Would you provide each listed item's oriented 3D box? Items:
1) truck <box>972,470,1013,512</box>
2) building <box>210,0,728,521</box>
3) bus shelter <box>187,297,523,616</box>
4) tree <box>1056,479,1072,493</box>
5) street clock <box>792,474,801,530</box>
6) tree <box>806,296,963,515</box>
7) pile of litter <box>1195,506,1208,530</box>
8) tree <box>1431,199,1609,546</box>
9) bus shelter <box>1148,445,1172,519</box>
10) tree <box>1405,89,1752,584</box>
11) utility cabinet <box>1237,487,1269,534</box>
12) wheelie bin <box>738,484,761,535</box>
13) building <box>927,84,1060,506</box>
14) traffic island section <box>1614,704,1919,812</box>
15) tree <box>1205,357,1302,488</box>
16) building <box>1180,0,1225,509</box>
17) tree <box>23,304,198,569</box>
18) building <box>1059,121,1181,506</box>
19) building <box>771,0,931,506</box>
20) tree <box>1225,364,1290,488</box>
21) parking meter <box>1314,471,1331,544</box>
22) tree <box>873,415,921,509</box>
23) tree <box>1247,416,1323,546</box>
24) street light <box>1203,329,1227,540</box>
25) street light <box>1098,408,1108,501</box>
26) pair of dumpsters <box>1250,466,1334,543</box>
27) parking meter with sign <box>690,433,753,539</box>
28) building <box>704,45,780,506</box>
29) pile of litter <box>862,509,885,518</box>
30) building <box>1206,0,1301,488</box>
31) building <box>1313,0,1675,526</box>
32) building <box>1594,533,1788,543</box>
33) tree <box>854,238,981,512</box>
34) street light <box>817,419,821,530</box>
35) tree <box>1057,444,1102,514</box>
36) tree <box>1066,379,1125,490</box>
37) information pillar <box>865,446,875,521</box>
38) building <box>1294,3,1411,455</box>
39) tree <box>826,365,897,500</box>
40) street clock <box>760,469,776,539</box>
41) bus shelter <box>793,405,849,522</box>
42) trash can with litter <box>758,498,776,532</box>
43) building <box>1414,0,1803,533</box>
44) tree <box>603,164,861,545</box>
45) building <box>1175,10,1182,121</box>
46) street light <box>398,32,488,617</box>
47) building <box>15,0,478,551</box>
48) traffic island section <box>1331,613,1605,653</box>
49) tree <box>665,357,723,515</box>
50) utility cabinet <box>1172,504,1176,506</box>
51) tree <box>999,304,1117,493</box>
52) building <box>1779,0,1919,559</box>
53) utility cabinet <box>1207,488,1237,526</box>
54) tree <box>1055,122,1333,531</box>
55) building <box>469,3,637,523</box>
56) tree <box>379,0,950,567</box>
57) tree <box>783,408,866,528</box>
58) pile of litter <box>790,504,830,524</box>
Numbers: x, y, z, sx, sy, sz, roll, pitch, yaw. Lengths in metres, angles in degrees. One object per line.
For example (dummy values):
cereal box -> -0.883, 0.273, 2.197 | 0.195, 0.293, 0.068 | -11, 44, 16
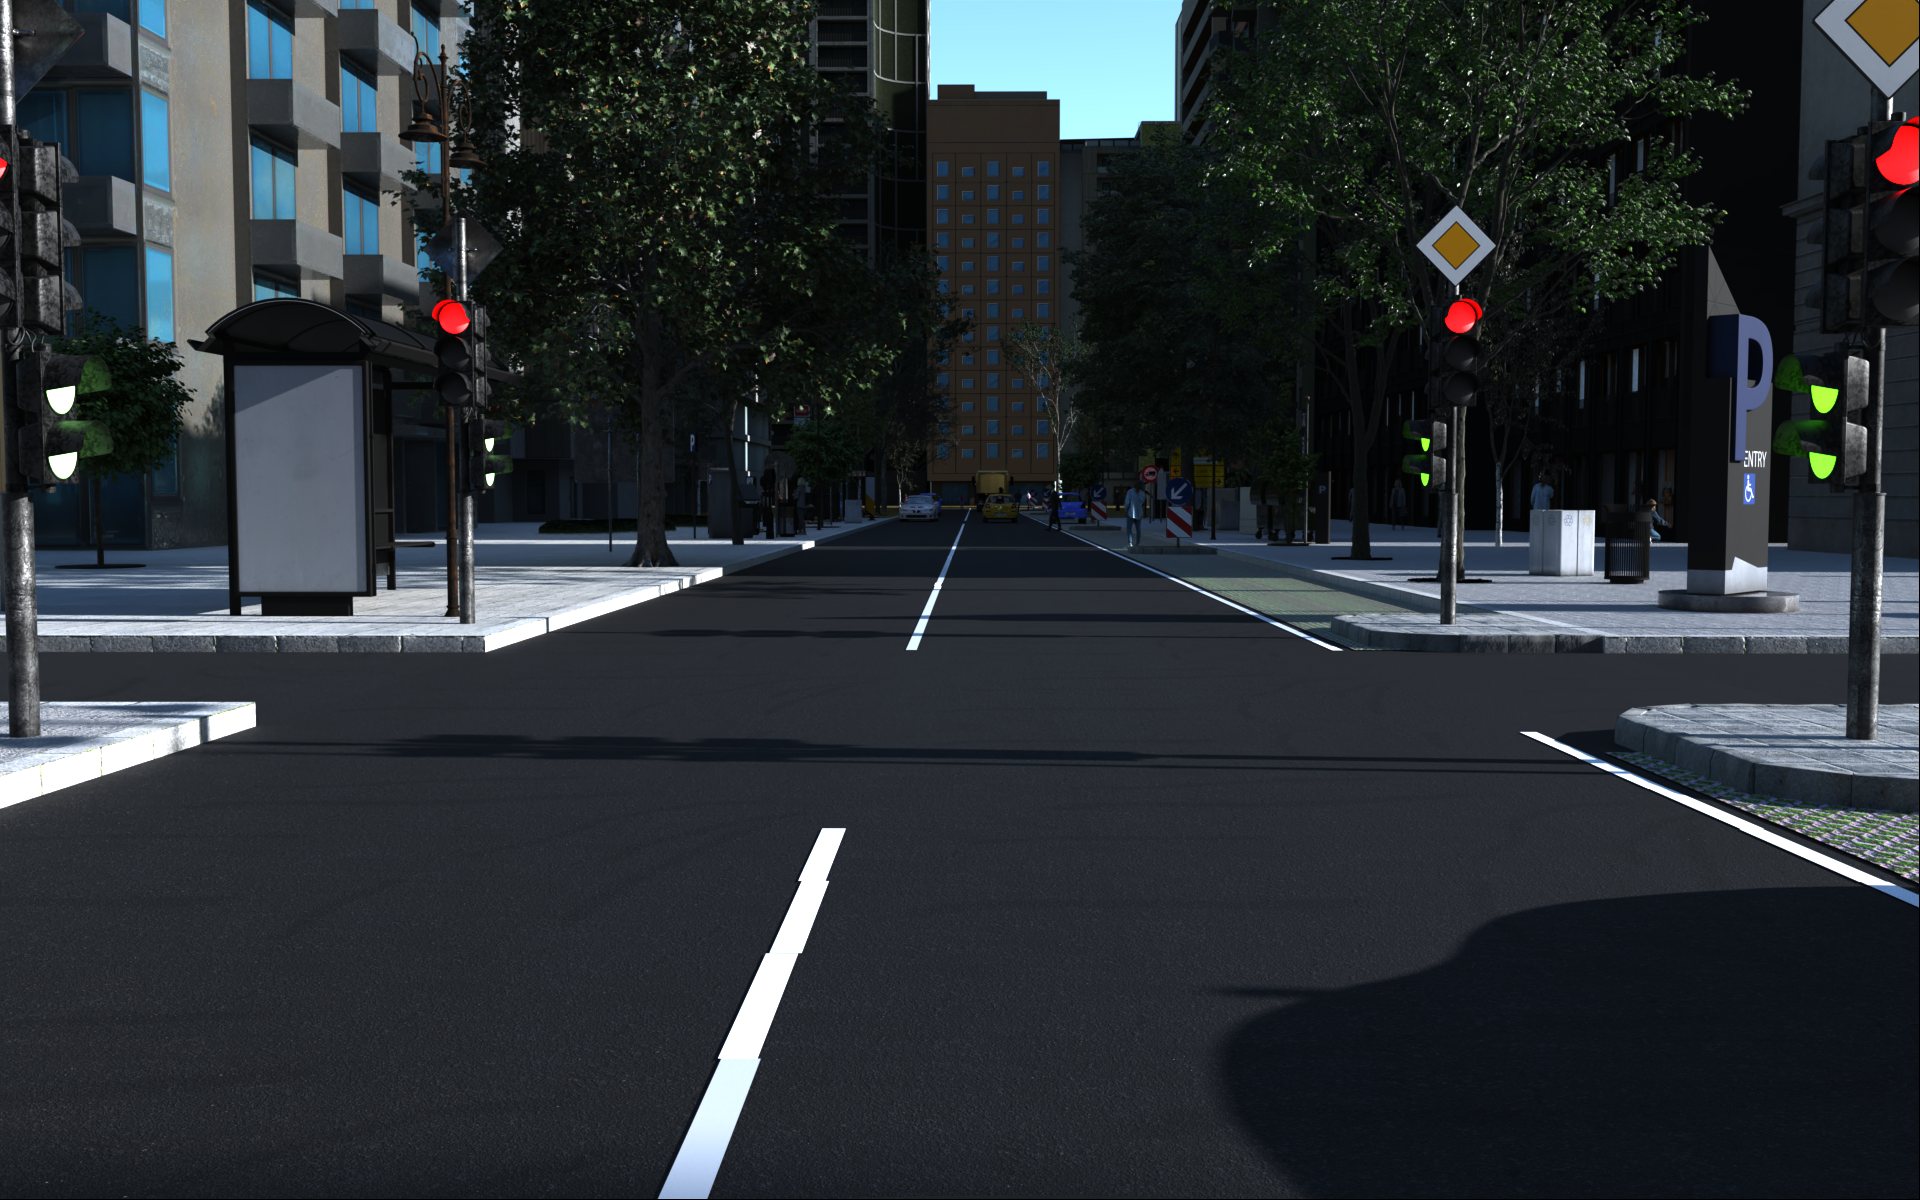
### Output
truck -> 2.638, -8.843, 140.507 | 3.469, 3.379, 9.791 | 0, 4, 1
building -> -27.514, -29.807, 106.955 | 23.786, 49.044, 30.456 | 0, 4, 1
bus shelter -> -6.919, -1.634, 20.639 | 2.014, 3.302, 5.546 | 0, 4, 1
tree -> 9.192, -9.596, 151.501 | 1.663, 3.219, 1.824 | 0, 3, 0
street clock -> -5.779, -3.465, 61.217 | 0.358, 2.002, 0.471 | 1, 4, 11
tree -> -4.865, -11.834, 103.857 | 12.009, 13.543, 11.850 | 0, 3, 0
pile of litter -> 8.277, -2.930, 61.865 | 1.176, 0.858, 1.719 | 1, 4, 10
tree -> 13.216, -5.603, 41.972 | 4.360, 8.622, 3.978 | 0, 3, 0
bus shelter -> 10.534, -5.820, 86.439 | 1.731, 3.624, 6.357 | 0, 4, 0
tree -> 7.079, -6.055, 24.747 | 9.928, 11.665, 9.643 | 0, 3, 0
utility cabinet -> 9.322, -2.811, 54.645 | 0.318, 1.500, 1.173 | -2, 4, -29
wheelie bin -> -6.714, -2.826, 54.112 | 0.980, 1.594, 0.693 | -3, 5, -40
building -> 3.622, -33.198, 192.900 | 14.200, 45.320, 14.600 | 0, 4, 1
traffic island section -> 4.760, 0.806, 9.102 | 2.009, 0.180, 2.903 | 0, 4, 1
tree -> 13.344, -7.772, 77.438 | 4.737, 8.622, 4.395 | 0, 3, 0
building -> 30.374, -31.912, 145.456 | 21.300, 48.544, 21.600 | 0, 4, 1
tree -> -15.015, -2.847, 30.266 | 4.285, 4.588, 4.351 | 0, 3, 0
building -> 17.767, -31.168, 193.188 | 14.086, 41.232, 14.154 | 0, 4, 1
building -> -13.810, -46.299, 195.244 | 20.611, 71.187, 20.563 | 0, 4, 1
tree -> 15.285, -8.555, 90.230 | 4.360, 8.622, 3.978 | 0, 3, 0
parking meter -> 9.341, -2.383, 44.666 | 0.399, 1.863, 0.255 | 1, 4, 20
tree -> -4.862, -11.478, 138.021 | 4.360, 8.622, 3.978 | 0, 3, 0
tree -> 8.229, -2.951, 42.846 | 1.663, 3.219, 1.824 | 0, 3, 0
street light -> 7.121, -4.632, 48.523 | 0.468, 5.910, 1.993 | 0, 4, 1
street light -> 7.576, -7.276, 91.746 | 0.468, 5.910, 1.993 | 0, 4, 1
pair of dumpsters -> 9.022, -2.733, 47.182 | 1.574, 2.255, 4.437 | 0, 4, 0
parking meter with sign -> -6.886, -3.294, 50.125 | 1.738, 3.016, 0.543 | -2, 4, -25
building -> -29.189, -33.831, 142.371 | 27.495, 52.752, 28.713 | 0, 4, 1
pile of litter -> -4.791, -4.790, 92.281 | 1.719, 0.858, 1.176 | 0, 4, 3
building -> 28.898, -28.484, 120.344 | 22.147, 44.769, 28.867 | 0, 4, 1
building -> 24.972, -15.563, 84.141 | 12.332, 23.373, 15.834 | 0, 4, 1
building -> 25.009, -13.621, 52.386 | 12.332, 23.373, 15.834 | 0, 4, 1
tree -> -4.494, -16.522, 126.028 | 12.611, 20.169, 13.585 | 0, 3, 0
street light -> -5.017, -5.423, 61.454 | 0.468, 5.910, 1.993 | 0, 4, 1
tree -> 7.785, -7.833, 111.783 | 4.285, 4.588, 4.351 | 0, 3, 0
tree -> 8.335, -9.370, 103.567 | 4.737, 8.622, 4.395 | 0, 3, 0
information pillar -> -4.353, -5.665, 83.983 | 0.504, 3.616, 0.183 | -2, 4, -34
building -> 26.339, -20.040, 99.356 | 14.160, 30.474, 14.107 | 0, 4, 1
tree -> -5.291, -8.585, 90.725 | 4.737, 8.622, 4.395 | 0, 3, 0
street clock -> -5.425, -2.743, 49.425 | 0.358, 2.002, 0.471 | 1, 4, 12
bus shelter -> -6.339, -6.276, 80.243 | 2.179, 5.291, 8.768 | 0, 4, 0
trash can with litter -> -6.813, -2.910, 58.629 | 1.678, 1.210, 2.233 | -1, 4, -16
building -> 23.973, -14.597, 68.345 | 12.332, 23.373, 15.834 | 0, 4, 1
tree -> -5.935, -6.682, 43.659 | 7.601, 10.594, 8.767 | 1, 4, 19
building -> 39.227, -39.989, 195.811 | 28.212, 58.520, 21.231 | 0, 4, 1
street light -> -5.312, -2.764, 17.974 | 0.468, 5.910, 1.993 | 0, 4, 1
building -> -27.727, -26.359, 50.575 | 23.786, 49.044, 30.456 | 0, 4, 1
traffic island section -> 4.835, 0.318, 17.087 | 2.009, 0.180, 2.903 | 0, 4, 1
tree -> -13.607, -8.456, 88.619 | 4.360, 8.622, 3.978 | 0, 3, 0
utility cabinet -> 10.067, -4.360, 79.968 | 0.318, 1.500, 1.173 | -1, 4, -8
tree -> 10.777, -18.992, 166.409 | 12.611, 20.169, 13.585 | 0, 3, 0
building -> 30.458, -11.700, 33.092 | 24.055, 21.916, 13.314 | 0, 4, 1
utility cabinet -> 10.253, -3.611, 67.712 | 1.173, 1.500, 0.318 | 2, 4, 33
tree -> 7.887, -9.349, 59.512 | 9.857, 13.997, 8.962 | 0, 3, 0
building -> -23.603, -24.306, 80.990 | 14.154, 41.232, 14.086 | 0, 4, 1
tree -> -5.411, -6.944, 30.541 | 9.611, 12.733, 9.660 | 0, 3, 0
tree -> -5.279, -5.050, 66.286 | 4.285, 4.588, 4.351 | 0, 3, 0
pile of litter -> -6.343, -3.654, 73.706 | 1.719, 0.858, 1.176 | 0, 4, 3
